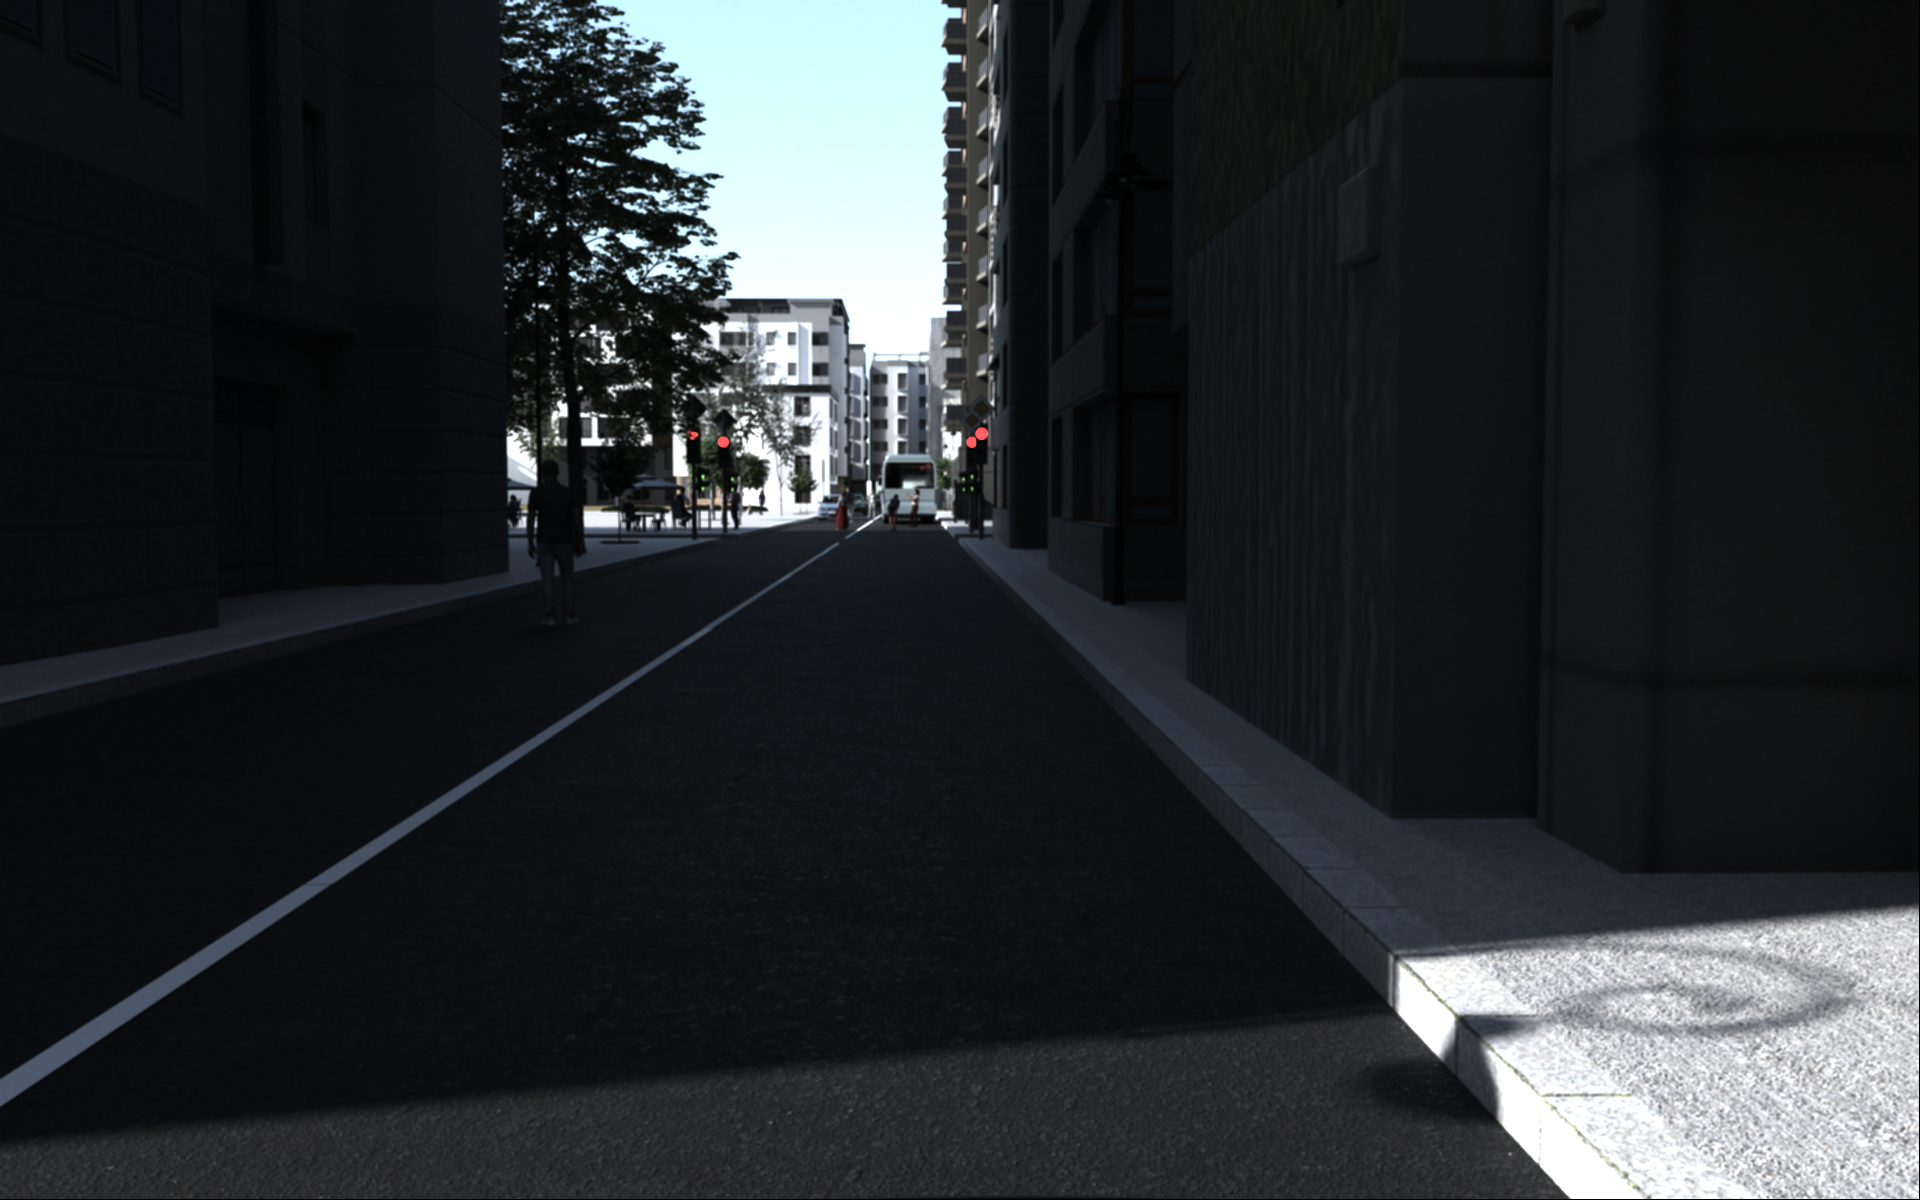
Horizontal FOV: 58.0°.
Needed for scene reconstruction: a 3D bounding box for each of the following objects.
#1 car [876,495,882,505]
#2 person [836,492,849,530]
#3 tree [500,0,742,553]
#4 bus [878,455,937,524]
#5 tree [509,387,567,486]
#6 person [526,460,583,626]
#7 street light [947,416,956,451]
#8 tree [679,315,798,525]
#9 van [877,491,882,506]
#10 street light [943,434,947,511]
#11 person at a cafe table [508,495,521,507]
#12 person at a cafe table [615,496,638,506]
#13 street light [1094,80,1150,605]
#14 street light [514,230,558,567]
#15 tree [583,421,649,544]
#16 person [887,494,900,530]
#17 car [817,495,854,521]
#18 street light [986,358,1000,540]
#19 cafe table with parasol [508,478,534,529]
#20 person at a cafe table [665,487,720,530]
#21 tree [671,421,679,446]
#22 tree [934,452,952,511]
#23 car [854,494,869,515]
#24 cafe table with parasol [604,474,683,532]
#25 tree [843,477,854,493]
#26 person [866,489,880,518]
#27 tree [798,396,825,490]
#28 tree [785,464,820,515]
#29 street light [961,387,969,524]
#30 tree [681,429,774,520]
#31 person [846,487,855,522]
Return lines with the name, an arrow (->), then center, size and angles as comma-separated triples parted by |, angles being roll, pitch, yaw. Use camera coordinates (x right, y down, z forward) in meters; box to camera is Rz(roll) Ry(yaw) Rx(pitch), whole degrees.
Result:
car -> -9.392, -11.589, 201.843 | 2.083, 1.381, 4.827 | 0, 4, -1
person -> -4.693, -3.559, 69.160 | 0.523, 1.526, 0.387 | -1, 4, -22
tree -> -8.779, -7.294, 37.384 | 7.486, 12.596, 7.792 | 0, 3, 0
bus -> -2.661, -5.657, 87.352 | 2.948, 3.499, 13.247 | 0, 4, -3
tree -> -26.574, -9.755, 109.850 | 4.737, 8.622, 4.395 | 0, 3, 0
person -> -4.440, -0.635, 19.003 | 0.598, 1.807, 0.434 | -1, 4, -9
street light -> -0.397, -7.965, 103.017 | 0.468, 5.910, 1.993 | 0, 4, -2
tree -> -9.181, -7.401, 71.367 | 4.360, 8.622, 3.978 | 0, 3, 0
van -> -9.168, -12.255, 207.374 | 2.013, 2.044, 4.112 | 0, 4, -2
street light -> -1.075, -9.710, 131.550 | 0.468, 5.910, 1.993 | 0, 4, -2
person at a cafe table -> -27.709, -5.836, 106.272 | 1.698, 1.238, 1.726 | 2, 4, 32
person at a cafe table -> -24.355, -7.043, 126.014 | 1.698, 1.238, 1.726 | 2, 4, 33
street light -> 1.841, -2.883, 19.929 | 0.468, 5.910, 1.993 | 0, 4, -2
street light -> -7.445, -3.534, 30.569 | 0.468, 5.910, 1.993 | 0, 4, -2
tree -> -8.816, -3.089, 45.101 | 1.663, 3.219, 1.824 | 0, 3, 0
person -> -2.595, -3.456, 68.240 | 0.421, 1.427, 0.697 | -1, 4, -23
car -> -6.722, -5.019, 94.060 | 2.014, 1.417, 4.499 | 0, 3, 0
street light -> 0.997, -4.637, 48.607 | 0.468, 5.910, 1.993 | 0, 4, -2
cafe table with parasol -> -16.976, -3.609, 63.878 | 2.610, 1.966, 2.610 | 0, 4, 3
person at a cafe table -> -9.885, -3.325, 62.874 | 1.698, 1.524, 1.622 | 1, 4, 23
tree -> -16.134, -9.829, 111.070 | 4.360, 8.622, 3.978 | 0, 3, 0
tree -> -0.865, -9.264, 135.180 | 4.285, 4.588, 4.351 | 0, 3, 0
car -> -7.302, -6.562, 119.086 | 2.131, 1.459, 4.920 | 0, 4, -4
cafe table with parasol -> -10.773, -3.313, 59.033 | 2.610, 1.966, 2.610 | 0, 4, 5
tree -> -11.904, -11.204, 177.785 | 1.663, 3.219, 1.824 | 0, 3, 0
person -> -5.321, -5.877, 105.313 | 0.841, 1.734, 0.376 | 1, 4, 14
tree -> -10.323, -9.210, 100.945 | 4.360, 8.622, 3.978 | 0, 3, 0
tree -> -10.049, -7.014, 109.277 | 1.663, 3.219, 1.824 | 0, 3, 0
street light -> 0.292, -6.224, 74.546 | 0.468, 5.910, 1.993 | 0, 4, -2
tree -> -12.042, -6.205, 85.167 | 4.285, 4.588, 4.351 | 0, 3, 0
person -> -5.614, -4.838, 87.732 | 0.598, 1.807, 0.434 | -2, 4, -31
